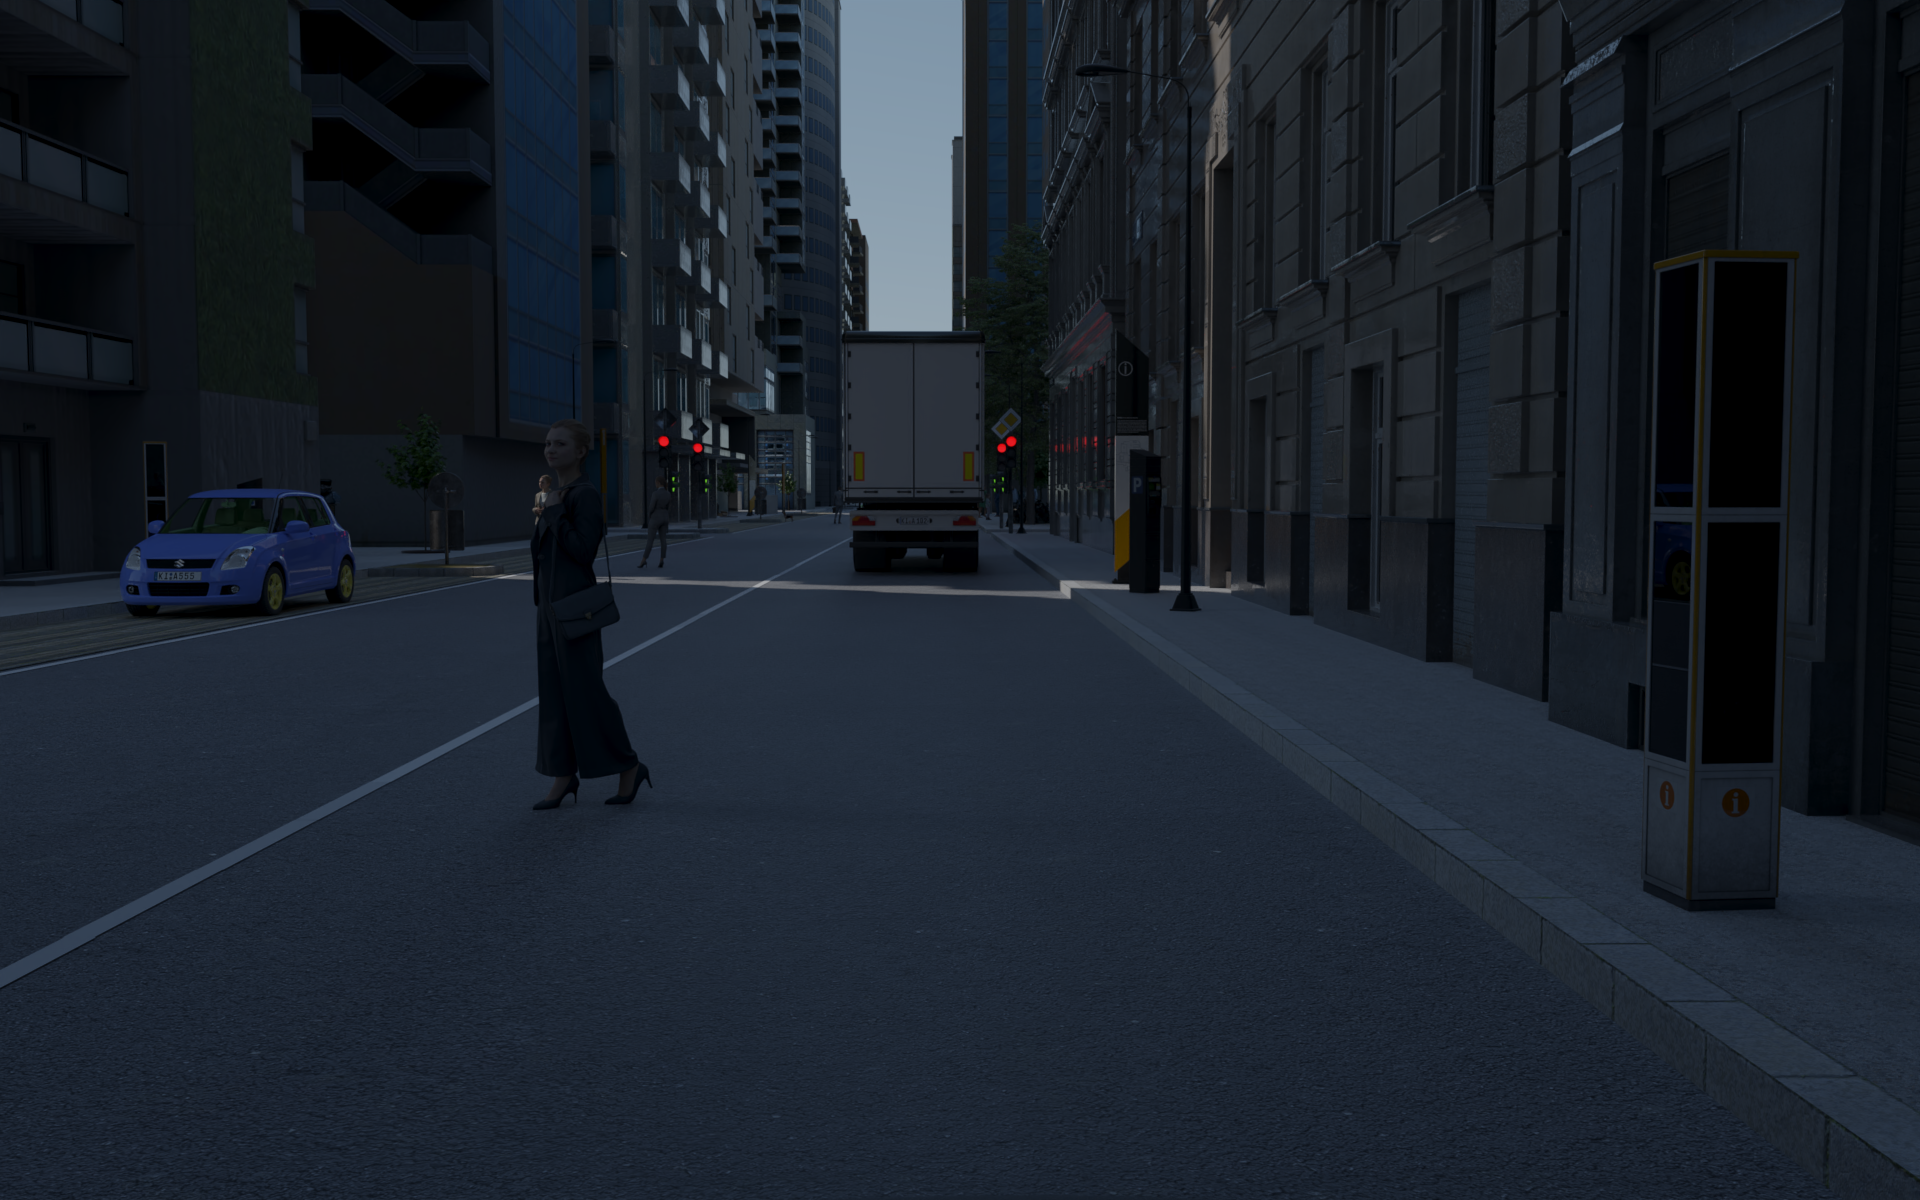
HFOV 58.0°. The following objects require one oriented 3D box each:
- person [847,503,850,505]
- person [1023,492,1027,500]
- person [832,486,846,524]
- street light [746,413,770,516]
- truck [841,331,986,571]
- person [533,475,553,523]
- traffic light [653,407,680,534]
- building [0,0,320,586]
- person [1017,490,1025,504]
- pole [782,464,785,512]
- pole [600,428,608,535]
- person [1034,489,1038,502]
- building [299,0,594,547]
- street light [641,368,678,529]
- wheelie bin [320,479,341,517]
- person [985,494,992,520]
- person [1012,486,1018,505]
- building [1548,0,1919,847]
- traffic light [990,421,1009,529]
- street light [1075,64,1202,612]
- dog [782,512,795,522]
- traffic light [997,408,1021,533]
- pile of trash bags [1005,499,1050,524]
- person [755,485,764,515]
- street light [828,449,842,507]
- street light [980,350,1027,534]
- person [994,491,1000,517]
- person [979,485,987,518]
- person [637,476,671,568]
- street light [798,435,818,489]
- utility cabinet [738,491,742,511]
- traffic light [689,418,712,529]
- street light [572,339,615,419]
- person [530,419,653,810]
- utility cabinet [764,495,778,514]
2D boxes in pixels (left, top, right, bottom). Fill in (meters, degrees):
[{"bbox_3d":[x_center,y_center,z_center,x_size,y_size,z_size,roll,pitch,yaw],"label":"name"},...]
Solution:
[{"bbox_3d":[-13.305,-12.302,207.979,0.445,1.727,0.742,-1,4,-13],"label":"person"},{"bbox_3d":[3.638,-5.497,96.198,0.573,1.790,0.520,0,4,5],"label":"person"},{"bbox_3d":[-5.881,-4.626,84.255,0.709,1.813,0.853,1,4,11],"label":"person"},{"bbox_3d":[-11.642,-7.784,99.803,1.470,5.913,1.316,0,4,-1],"label":"street light"},{"bbox_3d":[-0.841,-2.843,35.397,2.839,4.237,11.283,0,4,0],"label":"truck"},{"bbox_3d":[-7.167,-1.276,29.916,0.519,1.759,0.362,1,4,20],"label":"person"},{"bbox_3d":[-9.525,-4.111,56.136,0.839,4.253,0.868,0,4,-1],"label":"traffic light"},{"bbox_3d":[-18.727,-20.811,23.853,14.154,41.232,14.086,0,4,-1],"label":"building"},{"bbox_3d":[3.994,-6.463,111.699,0.794,1.824,0.713,0,4,-8],"label":"person"},{"bbox_3d":[-11.899,-7.515,116.718,0.158,3.312,0.155,0,3,0],"label":"pole"},{"bbox_3d":[-11.077,-3.669,53.832,0.158,3.312,0.155,0,3,0],"label":"pole"},{"bbox_3d":[3.830,-5.146,90.437,0.793,1.790,0.793,0,4,4],"label":"person"},{"bbox_3d":[-18.740,-24.294,47.325,14.200,45.320,14.600,0,4,-1],"label":"building"},{"bbox_3d":[-11.097,-5.593,63.990,1.470,5.913,1.316,0,4,-1],"label":"street light"},{"bbox_3d":[-13.401,-1.729,36.169,0.980,1.594,0.693,-3,4,-37],"label":"wheelie bin"},{"bbox_3d":[1.405,-4.578,85.171,0.394,1.301,0.425,-1,4,-19],"label":"person"},{"bbox_3d":[2.736,-5.085,89.448,0.793,1.790,0.793,2,4,30],"label":"person"},{"bbox_3d":[8.141,-9.247,0.335,9.793,20.994,18.267,0,4,-1],"label":"building"},{"bbox_3d":[1.523,-4.610,64.291,0.839,4.253,0.868,0,4,-1],"label":"traffic light"},{"bbox_3d":[1.941,-2.834,18.882,1.470,5.913,1.316,0,4,-1],"label":"street light"},{"bbox_3d":[-8.835,-4.281,89.290,0.540,0.507,0.406,-3,5,-43],"label":"dog"},{"bbox_3d":[1.635,-4.121,56.307,0.839,4.253,0.868,0,4,-1],"label":"traffic light"},{"bbox_3d":[3.533,-4.040,75.810,1.912,1.369,3.447,2,4,33],"label":"pile of trash bags"},{"bbox_3d":[-12.166,-6.040,104.971,0.661,1.801,0.590,-1,4,-21],"label":"person"},{"bbox_3d":[-12.711,-12.475,176.511,1.470,5.913,1.316,0,4,-1],"label":"street light"},{"bbox_3d":[1.457,-5.106,56.024,1.470,5.913,1.316,0,4,-1],"label":"street light"},{"bbox_3d":[2.127,-5.607,97.905,0.419,1.800,0.721,0,4,-2],"label":"person"},{"bbox_3d":[1.244,-5.326,93.367,0.529,1.795,0.600,1,4,9],"label":"person"},{"bbox_3d":[-5.956,-1.526,33.729,0.573,1.790,0.520,1,4,18],"label":"person"},{"bbox_3d":[-12.203,-10.277,140.568,1.470,5.913,1.316,0,4,-1],"label":"street light"},{"bbox_3d":[-17.351,-7.595,132.862,1.173,1.500,0.318,1,4,15],"label":"utility cabinet"},{"bbox_3d":[-9.637,-4.599,64.120,0.839,4.253,0.868,0,4,-1],"label":"traffic light"},{"bbox_3d":[-11.041,-4.861,52.017,1.470,5.913,1.316,0,4,-1],"label":"street light"},{"bbox_3d":[-1.754,0.058,7.972,0.576,1.772,0.534,3,4,38],"label":"person"},{"bbox_3d":[-12.282,-6.173,112.083,1.020,1.237,0.306,-3,5,-44],"label":"utility cabinet"}]
